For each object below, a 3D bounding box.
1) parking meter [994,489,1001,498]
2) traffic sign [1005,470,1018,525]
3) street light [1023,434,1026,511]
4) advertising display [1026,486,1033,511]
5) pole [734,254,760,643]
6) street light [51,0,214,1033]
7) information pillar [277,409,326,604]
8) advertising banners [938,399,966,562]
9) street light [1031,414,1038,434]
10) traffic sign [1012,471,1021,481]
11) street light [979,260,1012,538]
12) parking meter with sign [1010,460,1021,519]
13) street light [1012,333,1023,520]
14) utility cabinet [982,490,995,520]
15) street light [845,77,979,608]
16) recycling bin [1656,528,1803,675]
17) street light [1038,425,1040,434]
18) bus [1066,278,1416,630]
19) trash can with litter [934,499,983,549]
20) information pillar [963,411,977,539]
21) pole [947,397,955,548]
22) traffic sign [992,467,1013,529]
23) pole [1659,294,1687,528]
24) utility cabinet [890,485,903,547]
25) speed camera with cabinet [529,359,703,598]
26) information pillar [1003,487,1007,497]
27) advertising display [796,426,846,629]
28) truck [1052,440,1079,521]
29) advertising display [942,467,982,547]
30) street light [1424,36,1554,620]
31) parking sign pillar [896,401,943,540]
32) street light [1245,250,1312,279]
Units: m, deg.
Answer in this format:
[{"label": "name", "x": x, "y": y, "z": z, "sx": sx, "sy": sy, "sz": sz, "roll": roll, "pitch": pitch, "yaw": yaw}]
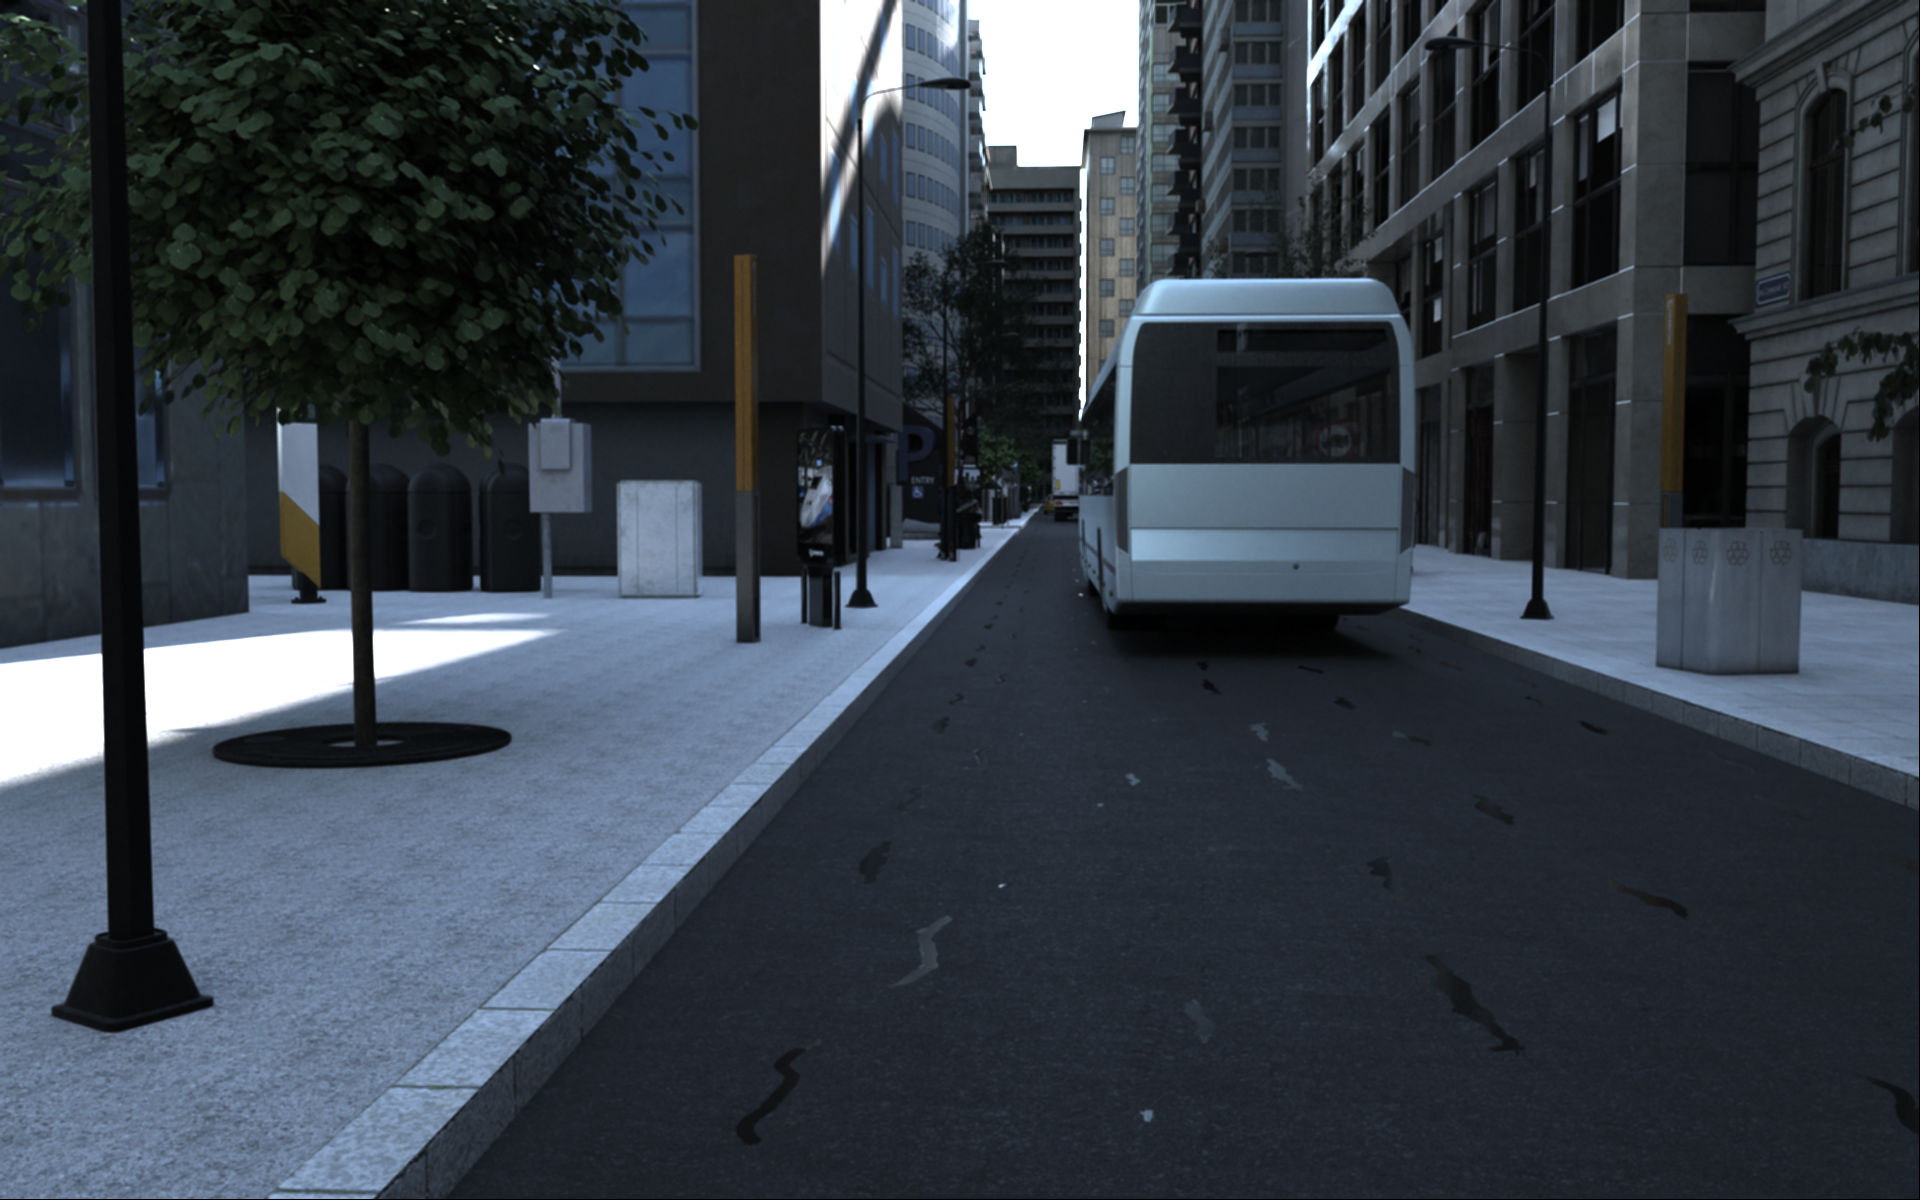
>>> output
[{"label": "parking meter", "x": 1.963, "y": -4.975, "z": 89.758, "sx": 0.372, "sy": 1.533, "sz": 0.369, "roll": 0, "pitch": 3, "yaw": 0}, {"label": "traffic sign", "x": 1.978, "y": -4.131, "z": 71.187, "sx": 0.795, "sy": 2.450, "sz": 0.064, "roll": 0, "pitch": 4, "yaw": 3}, {"label": "street light", "x": 2.023, "y": -6.022, "z": 71.002, "sx": 1.470, "sy": 5.913, "sz": 1.316, "roll": 0, "pitch": 4, "yaw": 3}, {"label": "advertising display", "x": 5.204, "y": -7.874, "z": 133.950, "sx": 0.974, "sy": 1.923, "sz": 0.123, "roll": 3, "pitch": 5, "yaw": 42}, {"label": "pole", "x": -1.831, "y": -1.288, "z": 14.902, "sx": 0.158, "sy": 3.312, "sz": 0.155, "roll": 0, "pitch": 3, "yaw": 0}, {"label": "street light", "x": -1.516, "y": -1.930, "z": 4.091, "sx": 1.470, "sy": 5.913, "sz": 1.316, "roll": 0, "pitch": 4, "yaw": 3}, {"label": "information pillar", "x": -7.713, "y": -1.765, "z": 20.210, "sx": 0.183, "sy": 3.616, "sz": 0.504, "roll": 2, "pitch": 4, "yaw": 35}, {"label": "advertising banners", "x": -0.146, "y": -2.253, "z": 33.027, "sx": 0.090, "sy": 3.025, "sz": 2.074, "roll": -1, "pitch": 4, "yaw": -13}, {"label": "street light", "x": 2.971, "y": -6.923, "z": 85.738, "sx": 1.470, "sy": 5.913, "sz": 1.316, "roll": 0, "pitch": 4, "yaw": 3}, {"label": "traffic sign", "x": 2.932, "y": -5.773, "z": 94.501, "sx": 0.768, "sy": 2.556, "sz": 0.104, "roll": 1, "pitch": 4, "yaw": 13}, {"label": "street light", "x": 0.242, "y": -3.796, "z": 34.612, "sx": 1.470, "sy": 5.913, "sz": 1.316, "roll": 0, "pitch": 4, "yaw": 3}, {"label": "parking meter with sign", "x": 2.871, "y": -5.732, "z": 89.972, "sx": 0.543, "sy": 3.016, "sz": 1.738, "roll": 1, "pitch": 4, "yaw": 8}, {"label": "street light", "x": 1.012, "y": -4.749, "z": 50.185, "sx": 1.470, "sy": 5.913, "sz": 1.316, "roll": 0, "pitch": 4, "yaw": 3}, {"label": "utility cabinet", "x": 1.371, "y": -4.680, "z": 85.189, "sx": 0.318, "sy": 1.500, "sz": 1.173, "roll": -1, "pitch": 4, "yaw": -19}, {"label": "street light", "x": -0.579, "y": -2.871, "z": 19.484, "sx": 1.470, "sy": 5.913, "sz": 1.316, "roll": 0, "pitch": 4, "yaw": 3}, {"label": "recycling bin", "x": 5.598, "y": -0.004, "z": 12.627, "sx": 0.722, "sy": 1.027, "sz": 0.722, "roll": -1, "pitch": 4, "yaw": -11}, {"label": "street light", "x": 3.769, "y": -7.834, "z": 100.626, "sx": 1.470, "sy": 5.913, "sz": 1.316, "roll": 0, "pitch": 4, "yaw": 3}, {"label": "bus", "x": 2.893, "y": -1.626, "z": 21.449, "sx": 2.948, "sy": 3.499, "sz": 13.247, "roll": 0, "pitch": 4, "yaw": 2}, {"label": "trash can with litter", "x": -0.035, "y": -1.769, "z": 40.312, "sx": 1.055, "sy": 1.170, "sz": 0.624, "roll": -2, "pitch": 4, "yaw": -27}, {"label": "information pillar", "x": 0.222, "y": -3.517, "z": 48.865, "sx": 0.504, "sy": 3.616, "sz": 0.183, "roll": -1, "pitch": 4, "yaw": -9}, {"label": "pole", "x": -0.214, "y": -2.614, "z": 36.587, "sx": 0.158, "sy": 3.312, "sz": 0.155, "roll": 0, "pitch": 3, "yaw": 0}, {"label": "traffic sign", "x": 1.552, "y": -3.643, "z": 63.213, "sx": 0.795, "sy": 2.450, "sz": 0.064, "roll": 0, "pitch": 4, "yaw": 3}, {"label": "pole", "x": 7.315, "y": -1.464, "z": 17.786, "sx": 0.158, "sy": 3.312, "sz": 0.155, "roll": 0, "pitch": 3, "yaw": 0}, {"label": "utility cabinet", "x": -1.522, "y": -2.011, "z": 41.567, "sx": 0.318, "sy": 1.500, "sz": 1.173, "roll": 0, "pitch": 4, "yaw": -2}, {"label": "speed camera with cabinet", "x": -4.252, "y": -1.658, "z": 21.452, "sx": 2.038, "sy": 3.252, "sz": 0.660, "roll": 0, "pitch": 4, "yaw": -2}, {"label": "information pillar", "x": 2.454, "y": -6.112, "z": 91.278, "sx": 0.504, "sy": 3.616, "sz": 0.183, "roll": -2, "pitch": 4, "yaw": -32}, {"label": "advertising display", "x": -1.354, "y": -0.707, "z": 16.770, "sx": 0.123, "sy": 1.923, "sz": 0.974, "roll": -2, "pitch": 4, "yaw": -27}, {"label": "truck", "x": 6.419, "y": -6.479, "z": 94.838, "sx": 2.839, "sy": 4.237, "sz": 11.283, "roll": 0, "pitch": 4, "yaw": 4}, {"label": "advertising display", "x": 0.051, "y": -2.219, "z": 41.488, "sx": 0.974, "sy": 1.923, "sz": 0.123, "roll": -1, "pitch": 4, "yaw": -22}, {"label": "street light", "x": 5.416, "y": -2.764, "z": 17.731, "sx": 1.470, "sy": 5.913, "sz": 1.316, "roll": 0, "pitch": 4, "yaw": 3}, {"label": "parking sign pillar", "x": -1.132, "y": -3.702, "z": 48.999, "sx": 1.447, "sy": 3.967, "sz": 1.447, "roll": 1, "pitch": 4, "yaw": 19}, {"label": "street light", "x": 6.141, "y": -3.708, "z": 33.166, "sx": 1.470, "sy": 5.913, "sz": 1.316, "roll": 0, "pitch": 4, "yaw": 3}]
